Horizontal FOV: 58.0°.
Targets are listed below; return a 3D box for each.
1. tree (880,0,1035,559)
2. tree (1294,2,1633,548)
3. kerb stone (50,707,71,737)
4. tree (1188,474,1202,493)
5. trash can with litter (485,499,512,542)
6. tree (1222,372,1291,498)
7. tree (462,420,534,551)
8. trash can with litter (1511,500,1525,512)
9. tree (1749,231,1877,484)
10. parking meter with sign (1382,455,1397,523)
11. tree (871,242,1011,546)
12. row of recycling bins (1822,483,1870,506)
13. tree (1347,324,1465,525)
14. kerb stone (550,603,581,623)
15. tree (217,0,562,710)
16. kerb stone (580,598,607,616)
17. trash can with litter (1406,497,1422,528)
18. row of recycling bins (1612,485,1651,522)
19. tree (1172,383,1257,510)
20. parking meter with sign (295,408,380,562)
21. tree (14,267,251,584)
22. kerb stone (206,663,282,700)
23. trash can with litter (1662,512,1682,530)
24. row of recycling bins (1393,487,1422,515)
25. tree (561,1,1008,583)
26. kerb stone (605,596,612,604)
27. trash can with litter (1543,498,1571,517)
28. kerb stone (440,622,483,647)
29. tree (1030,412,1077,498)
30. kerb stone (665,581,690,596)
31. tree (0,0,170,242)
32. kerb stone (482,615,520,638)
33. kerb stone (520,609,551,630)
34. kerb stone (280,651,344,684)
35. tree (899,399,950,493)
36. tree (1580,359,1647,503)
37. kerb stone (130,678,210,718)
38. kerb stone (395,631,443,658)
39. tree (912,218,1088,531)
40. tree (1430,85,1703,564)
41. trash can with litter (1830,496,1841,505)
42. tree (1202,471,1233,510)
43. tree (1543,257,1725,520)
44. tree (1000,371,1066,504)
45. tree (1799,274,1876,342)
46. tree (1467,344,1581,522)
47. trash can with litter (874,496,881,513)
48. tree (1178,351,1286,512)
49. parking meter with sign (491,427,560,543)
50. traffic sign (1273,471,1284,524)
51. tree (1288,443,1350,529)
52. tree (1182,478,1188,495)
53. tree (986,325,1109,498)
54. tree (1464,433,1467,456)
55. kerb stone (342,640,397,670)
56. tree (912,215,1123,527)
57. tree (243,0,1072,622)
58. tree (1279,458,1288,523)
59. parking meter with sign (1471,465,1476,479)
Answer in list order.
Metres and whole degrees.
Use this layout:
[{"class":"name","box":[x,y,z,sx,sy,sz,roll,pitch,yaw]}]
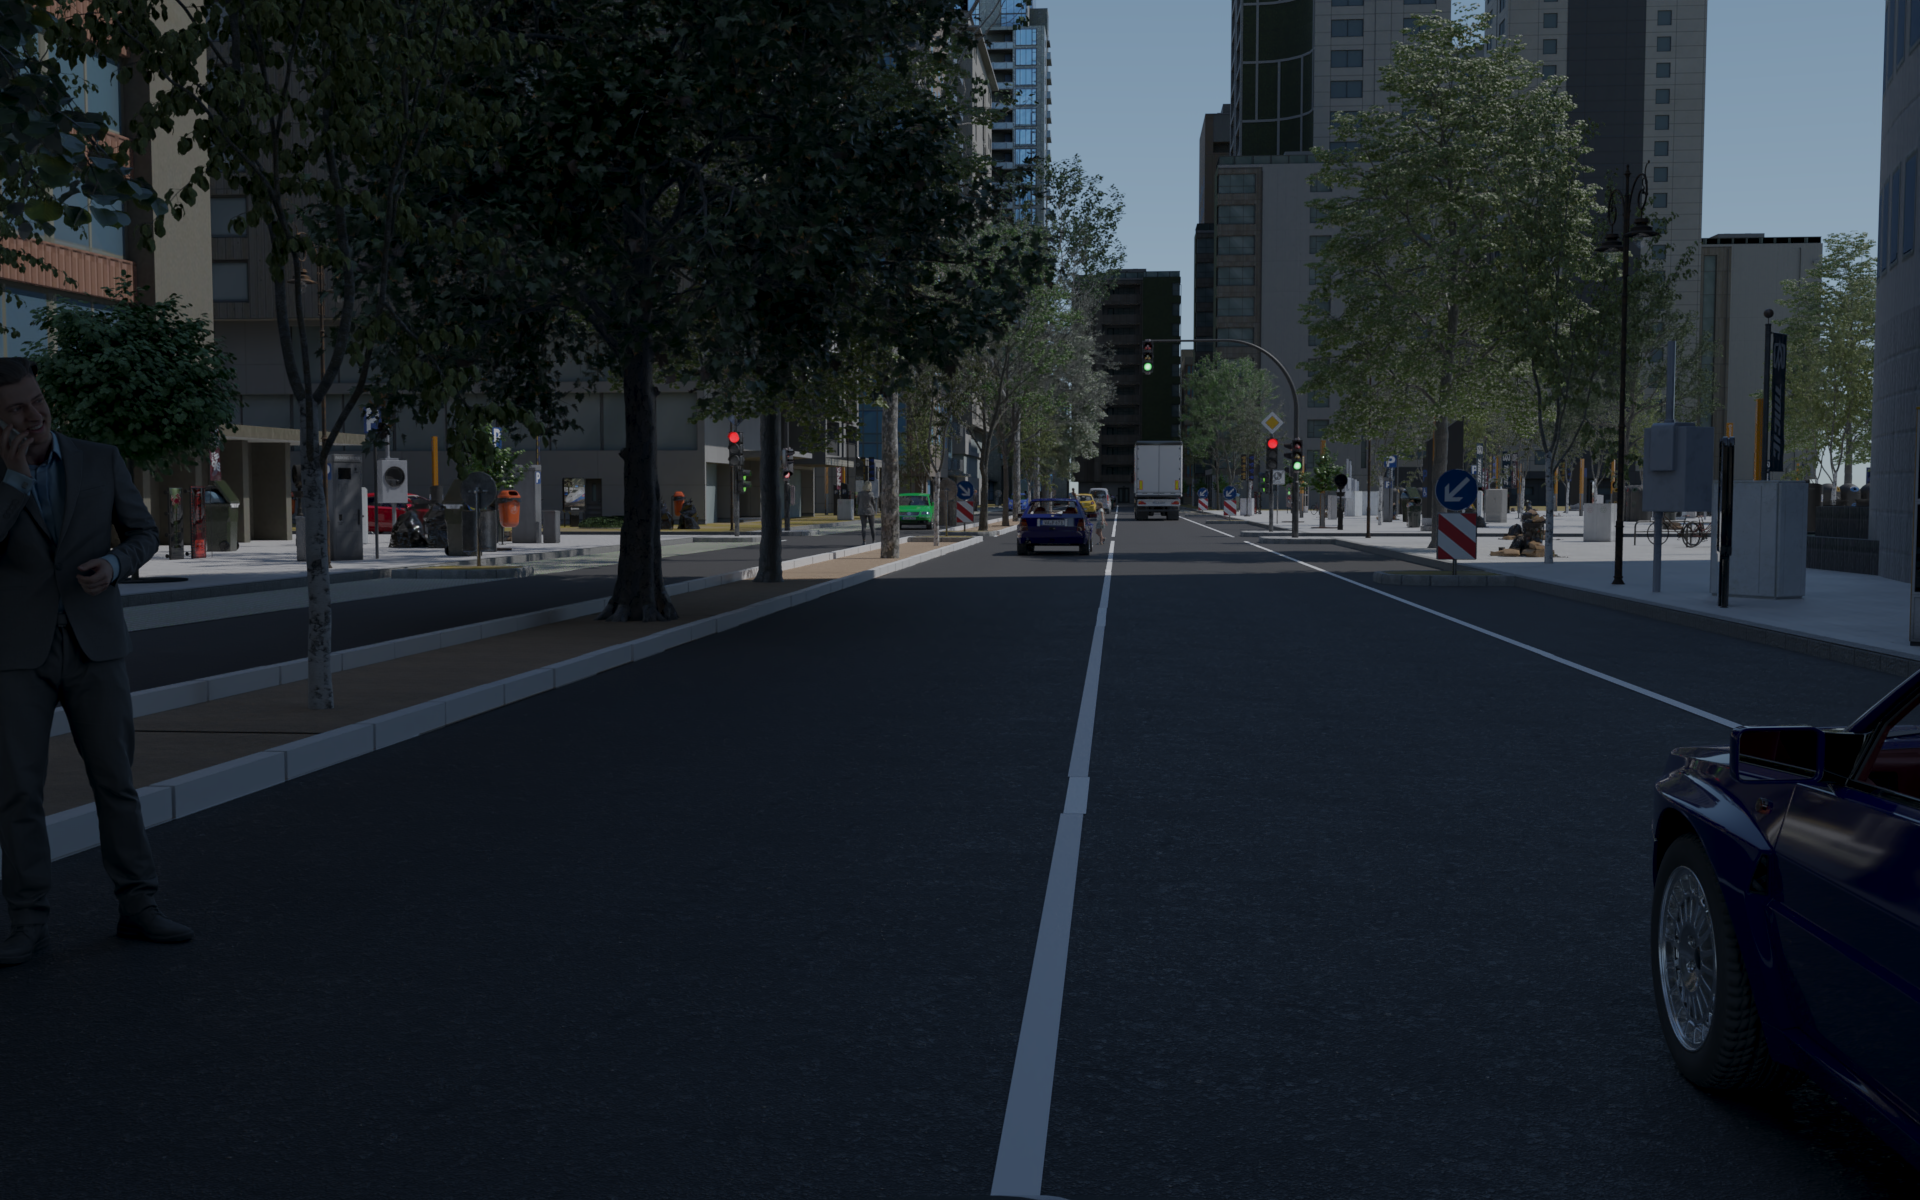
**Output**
[{"class":"tree","box":[-2.682,-11.032,38.726,12.611,20.169,13.585,0,3,0]},{"class":"tree","box":[11.761,-7.493,40.631,7.486,12.596,7.792,0,3,0]},{"class":"kerb stone","box":[-5.368,0.723,10.372,0.120,0.150,1.000,0,4,5]},{"class":"tree","box":[23.113,-10.507,166.387,1.663,3.219,1.824,0,3,0]},{"class":"trash can with litter","box":[-12.368,-2.154,46.606,0.624,1.170,1.055,2,4,28]},{"class":"tree","box":[17.826,-9.488,105.494,4.360,8.622,3.978,0,3,0]},{"class":"tree","box":[-10.698,-2.724,39.141,1.663,3.219,1.824,0,3,0]},{"class":"trash can with litter","box":[40.439,-6.993,125.727,1.055,1.170,0.624,2,4,26]},{"class":"tree","box":[38.670,-9.625,75.503,7.486,12.596,7.792,0,3,0]},{"class":"parking meter with sign","box":[19.483,-5.049,78.819,0.543,3.016,1.738,1,4,8]},{"class":"tree","box":[-0.642,-5.791,47.497,4.360,8.622,3.978,0,3,0]},{"class":"row of recycling bins","box":[34.448,-3.624,66.366,3.534,1.692,1.069,0,4,-7]},{"class":"tree","box":[17.473,-7.377,70.983,4.360,8.622,3.978,0,3,0]},{"class":"kerb stone","box":[-4.520,0.161,19.557,0.120,0.150,1.000,0,4,5]},{"class":"tree","box":[-4.230,-3.559,11.014,4.737,8.622,4.395,0,3,0]},{"class":"kerb stone","box":[-4.436,0.100,20.582,0.120,0.150,1.000,0,4,5]},{"class":"trash can with litter","box":[17.234,-3.344,66.065,0.624,1.170,1.055,0,4,2]},{"class":"row of recycling bins","box":[31.517,-4.532,81.209,1.069,1.692,3.534,0,4,3]},{"class":"tree","box":[20.082,-12.363,136.541,7.601,10.594,8.767,0,4,-5]},{"class":"parking meter with sign","box":[-11.984,-2.276,33.466,0.543,3.016,1.738,2,4,34]},{"class":"tree","box":[-12.163,-2.548,25.376,4.285,4.588,4.351,0,3,0]},{"class":"kerb stone","box":[-5.184,0.598,12.425,0.120,0.150,1.000,0,4,5]},{"class":"trash can with litter","box":[25.619,-3.107,62.189,0.624,1.170,1.055,0,4,-6]},{"class":"row of recycling bins","box":[28.000,-6.219,108.795,3.534,1.692,1.069,-3,4,-36]},{"class":"tree","box":[-3.142,-6.576,28.105,7.486,12.596,7.792,0,3,0]},{"class":"kerb stone","box":[-4.340,0.039,21.607,0.120,0.150,1.000,0,4,5]},{"class":"trash can with litter","box":[33.807,-5.359,98.672,1.678,1.210,2.233,1,4,12]},{"class":"kerb stone","box":[-4.809,0.348,16.505,0.120,0.150,1.000,0,4,5]},{"class":"tree","box":[6.639,-10.645,126.872,4.360,8.622,3.978,0,3,0]},{"class":"kerb stone","box":[-4.058,-0.146,24.664,0.120,0.150,1.000,0,4,5]},{"class":"tree","box":[-4.859,-5.773,3.495,9.857,13.997,8.962,0,3,0]},{"class":"kerb stone","box":[-4.714,0.286,17.522,0.120,0.150,1.000,0,4,5]},{"class":"kerb stone","box":[-4.624,0.227,18.541,0.120,0.150,1.000,0,4,5]},{"class":"kerb stone","box":[-5.084,0.538,13.445,0.120,0.150,1.000,0,4,5]},{"class":"tree","box":[-2.797,-10.860,127.931,4.737,8.622,4.395,0,3,0]},{"class":"tree","box":[33.097,-8.521,89.676,4.360,8.622,3.978,0,3,0]},{"class":"kerb stone","box":[-5.276,0.661,11.400,0.120,0.150,1.000,0,4,5]},{"class":"kerb stone","box":[-4.901,0.410,15.485,0.120,0.150,1.000,0,4,5]},{"class":"tree","box":[0.970,-8.335,64.485,9.928,11.665,9.643,0,3,0]},{"class":"tree","box":[10.906,-4.965,31.535,4.737,8.622,4.395,0,3,0]},{"class":"trash can with litter","box":[31.873,-3.169,62.871,1.678,1.210,2.233,0,4,-5]},{"class":"tree","box":[21.452,-9.062,142.757,1.663,3.219,1.824,0,3,0]},{"class":"tree","box":[26.519,-8.195,68.395,7.601,10.594,8.767,2,4,31]},{"class":"tree","box":[4.040,-8.985,99.731,4.737,8.622,4.395,0,3,0]},{"class":"tree","box":[29.745,-6.642,58.951,4.737,8.622,4.395,0,3,0]},{"class":"tree","box":[26.035,-7.923,79.906,4.360,8.622,3.978,0,3,0]},{"class":"trash can with litter","box":[-4.964,-6.363,115.088,2.233,1.210,1.678,2,4,33]},{"class":"tree","box":[19.577,-12.176,124.839,9.928,11.665,9.643,0,3,0]},{"class":"parking meter with sign","box":[-11.332,-2.995,45.237,1.738,3.016,0.543,1,4,9]},{"class":"traffic sign","box":[13.665,-4.430,74.556,0.606,2.300,0.079,1,4,15]},{"class":"tree","box":[13.502,-4.279,64.564,1.663,3.219,1.824,0,3,0]},{"class":"tree","box":[25.821,-12.649,201.418,1.663,3.219,1.824,0,3,0]},{"class":"tree","box":[5.860,-12.871,119.555,9.857,13.997,8.962,0,3,0]},{"class":"tree","box":[24.899,-8.674,92.188,4.360,8.622,3.978,0,3,0]},{"class":"kerb stone","box":[-4.988,0.474,14.462,0.120,0.150,1.000,0,4,5]},{"class":"tree","box":[2.033,-9.976,75.929,12.009,13.543,11.850,0,3,0]},{"class":"tree","box":[-3.622,-6.117,19.476,9.611,12.733,9.660,0,3,0]},{"class":"tree","box":[15.189,-5.114,78.212,1.663,3.219,1.824,0,3,0]},{"class":"parking meter with sign","box":[30.391,-6.600,104.176,1.738,3.016,0.543,-2,4,-32]}]
